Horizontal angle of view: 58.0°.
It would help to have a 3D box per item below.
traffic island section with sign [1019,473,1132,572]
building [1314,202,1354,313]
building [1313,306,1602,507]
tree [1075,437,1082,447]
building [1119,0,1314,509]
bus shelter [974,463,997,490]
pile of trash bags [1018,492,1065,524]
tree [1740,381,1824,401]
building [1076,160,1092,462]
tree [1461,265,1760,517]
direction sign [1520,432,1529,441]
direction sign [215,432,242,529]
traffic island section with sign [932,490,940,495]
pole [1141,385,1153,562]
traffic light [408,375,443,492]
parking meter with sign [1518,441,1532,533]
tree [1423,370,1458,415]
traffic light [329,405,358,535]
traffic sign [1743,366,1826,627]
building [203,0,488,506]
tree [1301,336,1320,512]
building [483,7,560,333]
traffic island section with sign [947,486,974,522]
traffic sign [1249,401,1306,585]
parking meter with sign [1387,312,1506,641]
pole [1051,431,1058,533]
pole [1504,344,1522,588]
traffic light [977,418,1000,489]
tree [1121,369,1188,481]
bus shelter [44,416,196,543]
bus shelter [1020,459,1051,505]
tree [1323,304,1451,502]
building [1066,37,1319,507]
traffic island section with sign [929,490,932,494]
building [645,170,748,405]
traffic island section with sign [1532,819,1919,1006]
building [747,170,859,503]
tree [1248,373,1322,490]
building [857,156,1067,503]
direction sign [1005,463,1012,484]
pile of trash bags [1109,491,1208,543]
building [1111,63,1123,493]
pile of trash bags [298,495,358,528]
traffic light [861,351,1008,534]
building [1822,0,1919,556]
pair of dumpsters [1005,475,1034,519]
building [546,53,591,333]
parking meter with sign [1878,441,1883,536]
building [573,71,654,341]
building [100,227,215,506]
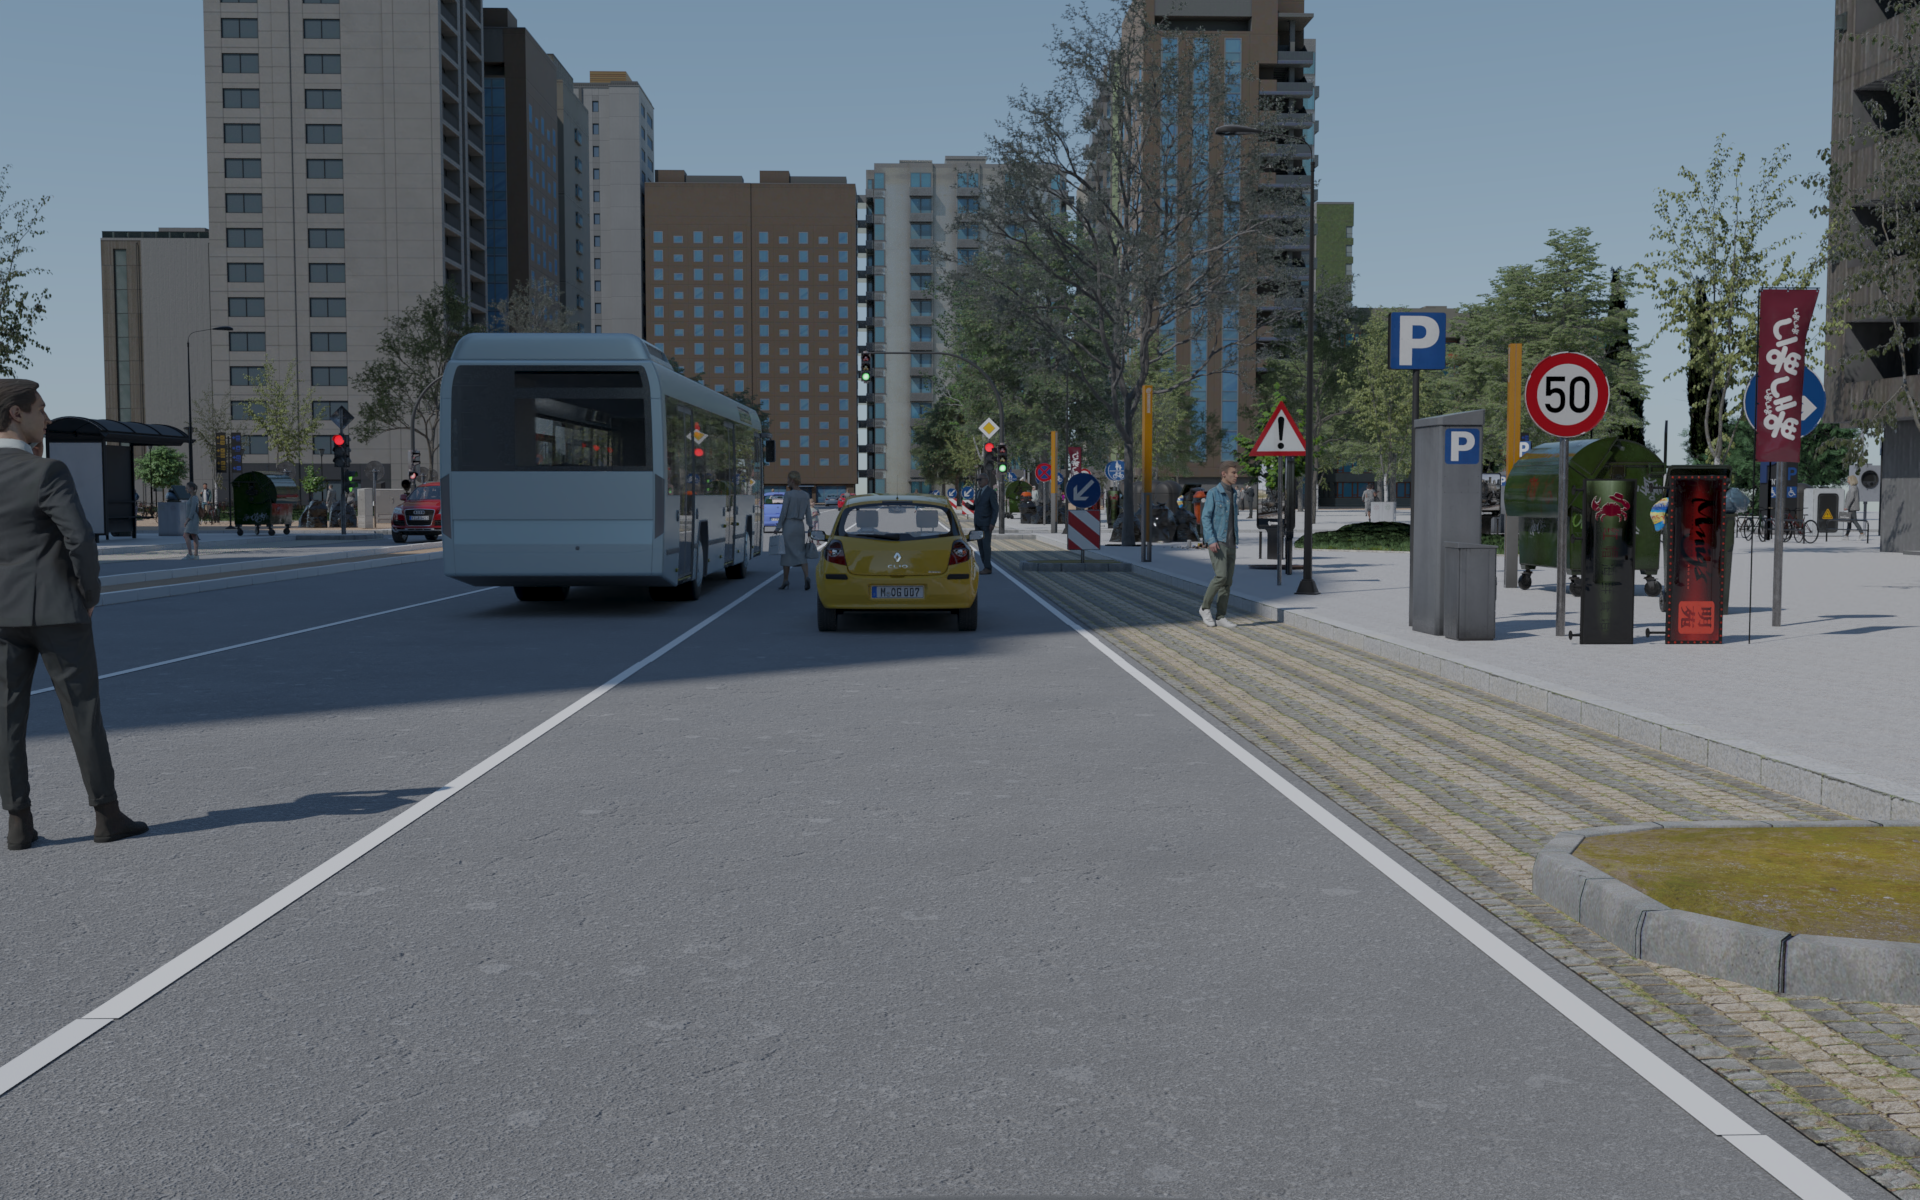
[{"bbox_3d":[2.141,-1.471,32.677,1.989,1.847,2.006,0,4,-2],"label":"traffic island section with sign"},{"bbox_3d":[46.666,-34.285,244.158,14.086,41.232,14.154,0,4,-2],"label":"building"},{"bbox_3d":[51.929,-21.025,188.802,28.899,21.520,27.650,0,4,-2],"label":"building"},{"bbox_3d":[9.549,-10.152,116.341,4.360,8.622,3.978,0,3,0],"label":"tree"},{"bbox_3d":[21.604,-30.540,149.435,14.600,45.320,14.200,0,4,-2],"label":"building"},{"bbox_3d":[2.125,-8.755,120.781,2.179,5.291,8.768,0,4,-2],"label":"bus shelter"},{"bbox_3d":[3.402,-3.987,74.938,1.912,1.369,3.447,-1,4,-21],"label":"pile of trash bags"},{"bbox_3d":[43.338,-7.327,82.704,11.467,7.101,20.602,-2,4,-28],"label":"tree"},{"bbox_3d":[27.458,-38.152,247.483,21.600,48.544,21.300,0,4,-2],"label":"building"},{"bbox_3d":[41.901,-12.491,106.047,13.155,14.587,18.604,-1,4,-18],"label":"tree"},{"bbox_3d":[20.456,-4.377,63.554,0.876,3.537,0.379,-1,4,-14],"label":"direction sign"},{"bbox_3d":[-26.818,-4.378,63.580,0.876,3.537,0.379,-1,4,-11],"label":"direction sign"},{"bbox_3d":[-0.664,-6.517,115.175,1.989,1.847,2.006,0,4,-2],"label":"traffic island section with sign"},{"bbox_3d":[3.520,-2.372,32.618,0.158,3.312,0.155,0,3,0],"label":"pole"},{"bbox_3d":[-17.718,-5.398,62.921,4.771,5.953,1.251,0,4,-2],"label":"traffic light"},{"bbox_3d":[17.912,-3.691,56.614,1.738,3.016,0.543,-3,4,-36],"label":"parking meter with sign"},{"bbox_3d":[39.691,-13.868,128.556,13.155,14.587,18.604,-2,4,-23],"label":"tree"},{"bbox_3d":[-19.535,-4.031,54.835,0.839,4.253,0.868,0,4,-2],"label":"traffic light"},{"bbox_3d":[7.914,-1.016,16.710,0.768,2.556,0.104,0,4,5],"label":"traffic sign"},{"bbox_3d":[-49.254,-43.286,145.970,20.563,71.187,20.611,0,4,-2],"label":"building"},{"bbox_3d":[27.536,-11.997,114.278,7.486,12.596,7.792,0,3,0],"label":"tree"},{"bbox_3d":[-46.332,-31.445,164.241,14.600,45.320,14.200,0,4,-2],"label":"building"},{"bbox_3d":[0.265,-4.869,88.236,1.989,1.847,2.006,0,4,-2],"label":"traffic island section with sign"},{"bbox_3d":[4.486,-1.484,24.272,0.884,2.594,0.081,0,4,5],"label":"traffic sign"},{"bbox_3d":[4.457,-1.200,15.881,0.543,3.016,1.738,0,4,-5],"label":"parking meter with sign"},{"bbox_3d":[3.070,-3.823,56.349,0.158,3.312,0.155,0,3,0],"label":"pole"},{"bbox_3d":[7.535,-1.820,23.606,0.158,3.312,0.155,0,3,0],"label":"pole"},{"bbox_3d":[1.043,-4.564,63.536,0.839,4.253,0.868,0,4,-2],"label":"traffic light"},{"bbox_3d":[11.291,-9.266,101.864,4.737,8.622,4.395,0,3,0],"label":"tree"},{"bbox_3d":[-23.157,-3.289,47.700,2.014,3.302,5.546,0,4,-2],"label":"bus shelter"},{"bbox_3d":[5.326,-8.644,118.968,2.179,5.291,8.768,0,4,-2],"label":"bus shelter"},{"bbox_3d":[16.478,-7.110,66.616,4.737,8.622,4.395,0,3,0],"label":"tree"},{"bbox_3d":[25.012,-34.632,185.847,23.786,49.044,30.456,0,4,-2],"label":"building"},{"bbox_3d":[-2.365,-9.585,165.347,1.989,1.847,2.006,0,4,-2],"label":"traffic island section with sign"},{"bbox_3d":[-35.687,-36.206,242.075,14.200,45.320,14.600,0,4,-2],"label":"building"},{"bbox_3d":[3.049,0.177,5.737,1.989,1.847,2.006,0,4,-2],"label":"traffic island section with sign"},{"bbox_3d":[-21.499,-36.242,242.666,14.200,45.320,14.600,0,4,-2],"label":"building"},{"bbox_3d":[18.995,-9.140,99.797,4.360,8.622,3.978,0,3,0],"label":"tree"},{"bbox_3d":[0.662,-38.425,247.862,30.456,49.044,23.786,0,4,-2],"label":"building"},{"bbox_3d":[3.340,-8.242,126.758,0.876,3.537,0.379,1,4,8],"label":"direction sign"},{"bbox_3d":[5.715,-2.275,46.946,1.912,1.369,3.447,3,5,44],"label":"pile of trash bags"},{"bbox_3d":[21.127,-29.365,163.712,14.154,41.232,14.086,0,4,-2],"label":"building"},{"bbox_3d":[-24.723,-3.430,65.839,3.447,1.369,1.912,-1,4,-21],"label":"pile of trash bags"},{"bbox_3d":[-0.774,-4.934,55.343,4.771,5.953,1.251,0,4,-2],"label":"traffic light"},{"bbox_3d":[25.876,-16.094,34.840,14.160,30.474,14.107,0,4,-2],"label":"building"},{"bbox_3d":[2.985,-5.357,90.075,1.574,2.255,4.437,0,4,-2],"label":"pair of dumpsters"},{"bbox_3d":[-52.595,-34.528,188.231,21.600,48.544,21.300,0,4,-2],"label":"building"},{"bbox_3d":[29.177,-3.478,53.121,1.738,3.016,0.543,2,4,24],"label":"parking meter with sign"},{"bbox_3d":[-57.507,-42.958,244.364,28.212,58.520,21.231,0,4,-2],"label":"building"},{"bbox_3d":[-84.652,-25.688,191.702,14.107,30.474,14.160,0,4,-2],"label":"building"}]
